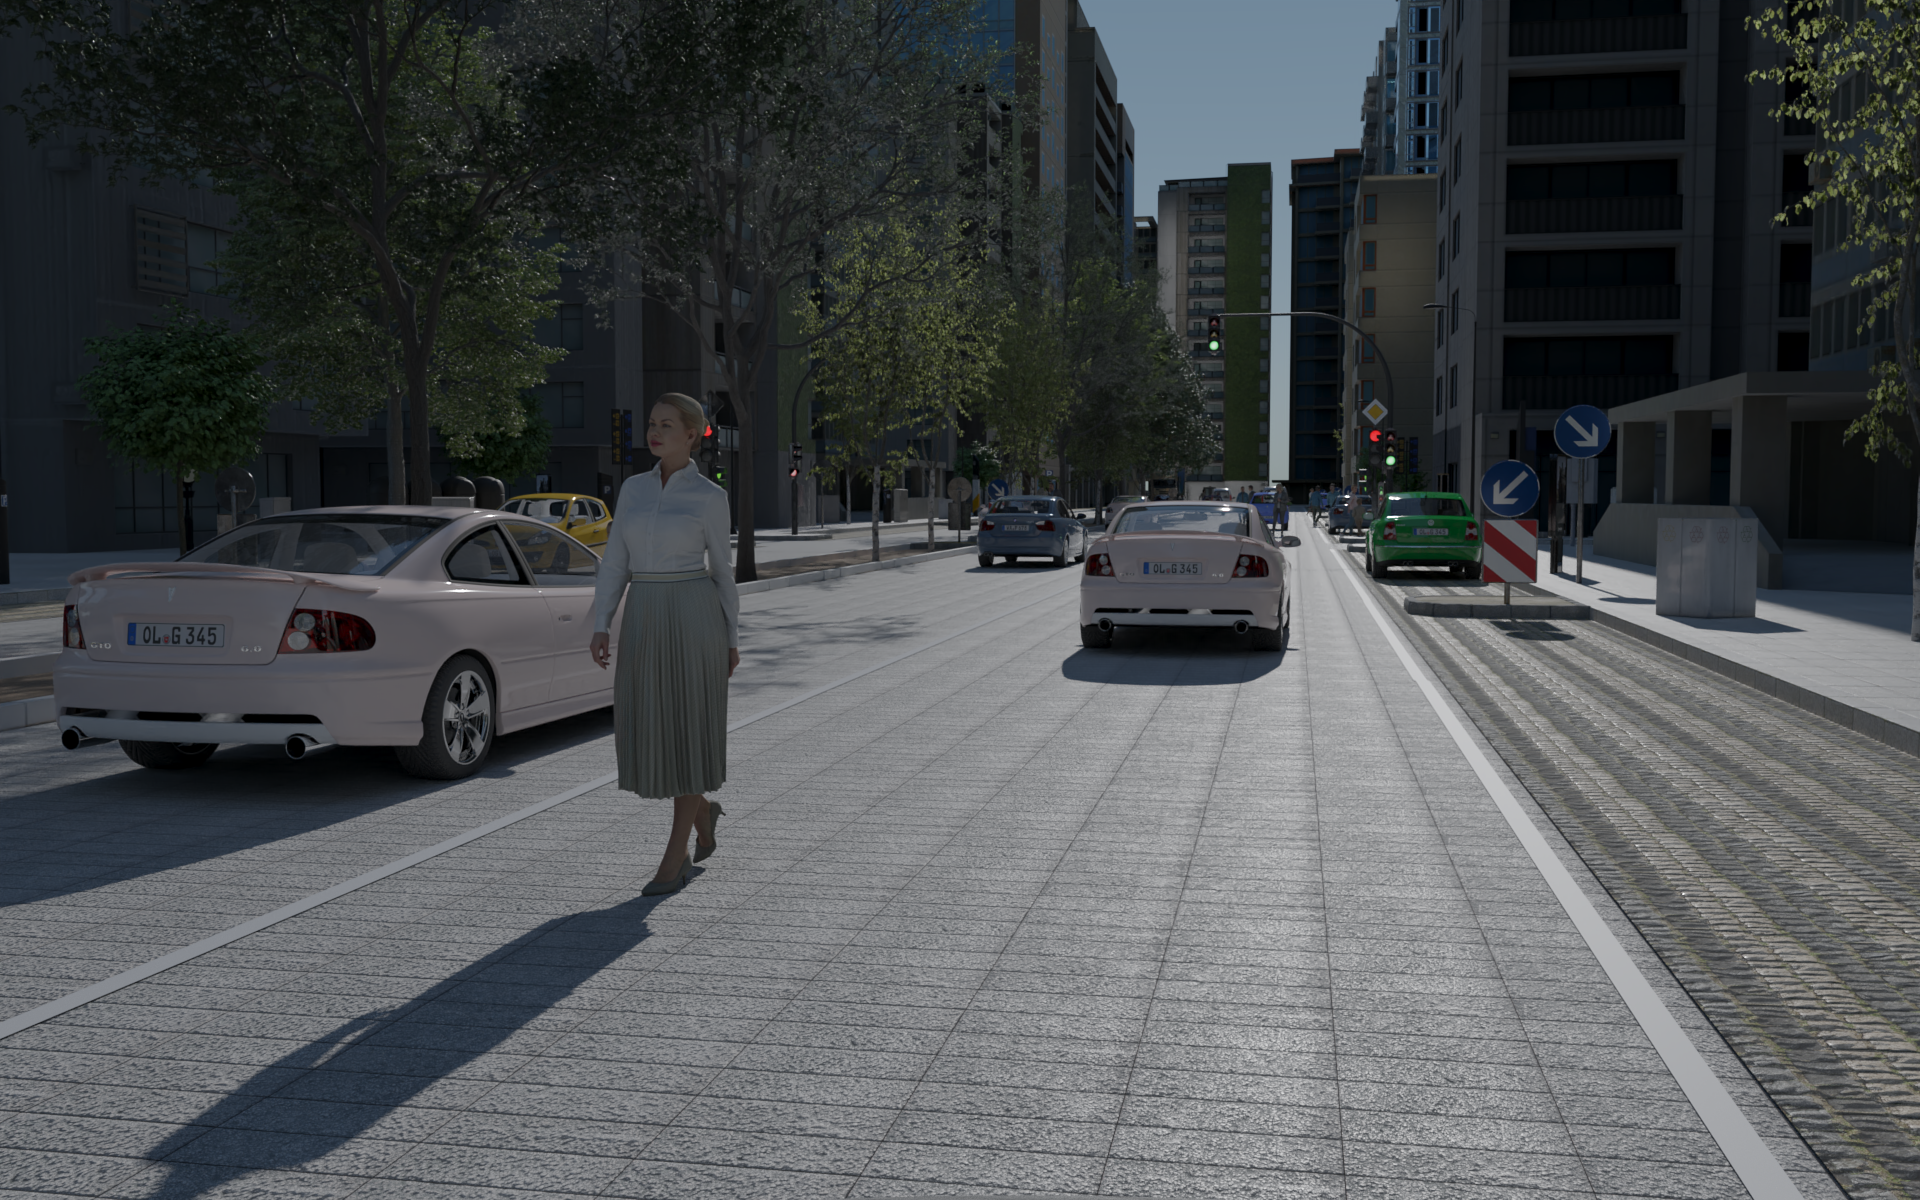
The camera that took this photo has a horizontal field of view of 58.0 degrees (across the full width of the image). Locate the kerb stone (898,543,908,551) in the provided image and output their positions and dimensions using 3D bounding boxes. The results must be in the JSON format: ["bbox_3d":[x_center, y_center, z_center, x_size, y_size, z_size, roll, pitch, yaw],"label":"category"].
[{"bbox_3d":[-1.555,-1.317,43.773,0.120,0.150,1.000,1,4,11],"label":"kerb stone"}]

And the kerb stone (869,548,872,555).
[{"bbox_3d":[-2.137,-1.133,40.756,0.120,0.150,1.000,1,4,11],"label":"kerb stone"}]

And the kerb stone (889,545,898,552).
[{"bbox_3d":[-1.757,-1.258,42.764,0.120,0.150,1.000,1,4,11],"label":"kerb stone"}]

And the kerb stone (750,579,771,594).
[{"bbox_3d":[-2.994,-0.188,25.273,0.120,0.150,1.000,1,4,11],"label":"kerb stone"}]

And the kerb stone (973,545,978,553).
[{"bbox_3d":[0.304,-1.232,42.358,0.120,0.150,1.000,1,4,11],"label":"kerb stone"}]

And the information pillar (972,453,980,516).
[{"bbox_3d":[0.914,-6.620,99.595,0.504,3.616,0.183,3,5,44],"label":"information pillar"}]

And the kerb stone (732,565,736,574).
[{"bbox_3d":[-4.086,-0.518,30.697,0.120,0.150,1.000,1,4,11],"label":"kerb stone"}]

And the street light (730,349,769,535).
[{"bbox_3d":[-6.665,-5.014,54.513,1.470,5.913,1.316,1,4,11],"label":"street light"}]

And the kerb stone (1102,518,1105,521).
[{"bbox_3d":[7.862,-4.309,92.643,0.120,0.150,1.000,1,4,11],"label":"kerb stone"}]

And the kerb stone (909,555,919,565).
[{"bbox_3d":[-1.052,-0.797,35.326,0.120,0.150,1.000,1,4,11],"label":"kerb stone"}]

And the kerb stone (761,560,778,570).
[{"bbox_3d":[-3.695,-0.643,32.715,0.120,0.150,1.000,1,4,11],"label":"kerb stone"}]

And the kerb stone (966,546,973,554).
[{"bbox_3d":[0.108,-1.172,41.355,0.120,0.150,1.000,1,4,11],"label":"kerb stone"}]

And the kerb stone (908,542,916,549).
[{"bbox_3d":[-1.364,-1.381,44.777,0.120,0.150,1.000,1,4,11],"label":"kerb stone"}]

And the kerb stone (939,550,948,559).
[{"bbox_3d":[-0.470,-0.988,38.344,0.120,0.150,1.000,1,4,11],"label":"kerb stone"}]

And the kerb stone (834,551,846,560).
[{"bbox_3d":[-2.727,-0.951,37.747,0.120,0.150,1.000,1,4,11],"label":"kerb stone"}]

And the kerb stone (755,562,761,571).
[{"bbox_3d":[-3.893,-0.578,31.706,0.120,0.150,1.000,1,4,11],"label":"kerb stone"}]

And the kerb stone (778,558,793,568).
[{"bbox_3d":[-3.504,-0.704,33.719,0.120,0.150,1.000,1,4,11],"label":"kerb stone"}]

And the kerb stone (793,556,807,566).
[{"bbox_3d":[-3.308,-0.761,34.731,0.120,0.150,1.000,1,4,11],"label":"kerb stone"}]

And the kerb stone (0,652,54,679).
[{"bbox_3d":[-7.383,0.527,13.571,0.120,0.150,1.000,1,4,11],"label":"kerb stone"}]

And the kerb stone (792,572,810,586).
[{"bbox_3d":[-2.599,-0.311,27.281,0.120,0.150,1.000,1,4,11],"label":"kerb stone"}]

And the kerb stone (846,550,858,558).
[{"bbox_3d":[-2.530,-1.009,38.750,0.120,0.150,1.000,1,4,11],"label":"kerb stone"}]

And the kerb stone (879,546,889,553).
[{"bbox_3d":[-1.947,-1.197,41.760,0.120,0.150,1.000,1,4,11],"label":"kerb stone"}]

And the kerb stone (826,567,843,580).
[{"bbox_3d":[-2.217,-0.430,29.296,0.120,0.150,1.000,1,4,11],"label":"kerb stone"}]

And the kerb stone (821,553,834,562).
[{"bbox_3d":[-2.921,-0.890,36.739,0.120,0.150,1.000,1,4,11],"label":"kerb stone"}]

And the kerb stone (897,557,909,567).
[{"bbox_3d":[-1.236,-0.742,34.320,0.120,0.150,1.000,1,4,11],"label":"kerb stone"}]

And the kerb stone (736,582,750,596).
[{"bbox_3d":[-3.188,-0.127,24.268,0.120,0.150,1.000,1,4,11],"label":"kerb stone"}]

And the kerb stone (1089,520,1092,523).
[{"bbox_3d":[6.121,-3.755,83.583,0.120,0.150,1.000,1,4,11],"label":"kerb stone"}]

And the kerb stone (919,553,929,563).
[{"bbox_3d":[-0.858,-0.865,36.335,0.120,0.150,1.000,1,4,11],"label":"kerb stone"}]

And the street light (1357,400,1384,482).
[{"bbox_3d":[20.288,-6.905,85.439,1.470,5.913,1.316,1,4,11],"label":"street light"}]

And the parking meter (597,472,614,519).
[{"bbox_3d":[-9.618,-2.526,47.019,0.399,1.863,0.255,-3,4,-38],"label":"parking meter"}]

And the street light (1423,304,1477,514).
[{"bbox_3d":[12.002,-4.270,42.360,1.470,5.913,1.316,1,4,11],"label":"street light"}]

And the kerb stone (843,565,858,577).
[{"bbox_3d":[-2.012,-0.496,30.304,0.120,0.150,1.000,1,4,11],"label":"kerb stone"}]

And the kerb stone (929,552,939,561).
[{"bbox_3d":[-0.658,-0.926,37.339,0.120,0.150,1.000,1,4,11],"label":"kerb stone"}]

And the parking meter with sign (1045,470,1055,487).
[{"bbox_3d":[6.639,-7.976,126.669,0.543,3.016,1.738,0,4,-6],"label":"parking meter with sign"}]

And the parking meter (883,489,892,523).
[{"bbox_3d":[-3.238,-4.205,77.158,0.372,1.533,0.369,0,3,0],"label":"parking meter"}]

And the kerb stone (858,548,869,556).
[{"bbox_3d":[-2.334,-1.074,39.753,0.120,0.150,1.000,1,4,11],"label":"kerb stone"}]

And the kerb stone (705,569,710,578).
[{"bbox_3d":[-4.282,-0.458,29.686,0.120,0.150,1.000,1,4,11],"label":"kerb stone"}]

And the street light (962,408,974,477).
[{"bbox_3d":[0.663,-7.330,92.388,1.470,5.913,1.316,1,4,11],"label":"street light"}]

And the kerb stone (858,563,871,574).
[{"bbox_3d":[-1.829,-0.558,31.312,0.120,0.150,1.000,1,4,11],"label":"kerb stone"}]

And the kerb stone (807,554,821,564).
[{"bbox_3d":[-3.114,-0.828,35.735,0.120,0.150,1.000,1,4,11],"label":"kerb stone"}]

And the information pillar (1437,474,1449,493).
[{"bbox_3d":[17.433,-3.553,62.580,0.304,2.012,0.304,-1,4,-13],"label":"information pillar"}]

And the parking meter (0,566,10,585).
[{"bbox_3d":[-13.720,-0.989,24.578,0.372,1.533,0.369,0,3,0],"label":"parking meter"}]

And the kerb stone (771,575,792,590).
[{"bbox_3d":[-2.795,-0.248,26.276,0.120,0.150,1.000,1,4,11],"label":"kerb stone"}]

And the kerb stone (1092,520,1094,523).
[{"bbox_3d":[6.307,-3.815,84.590,0.120,0.150,1.000,1,4,11],"label":"kerb stone"}]

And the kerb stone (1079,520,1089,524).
[{"bbox_3d":[5.925,-3.693,82.569,0.120,0.150,1.000,1,4,11],"label":"kerb stone"}]

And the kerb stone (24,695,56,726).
[{"bbox_3d":[-5.711,0.674,11.173,0.120,0.150,1.000,1,4,11],"label":"kerb stone"}]

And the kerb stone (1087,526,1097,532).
[{"bbox_3d":[5.075,-2.745,67.073,0.120,0.150,1.000,1,4,11],"label":"kerb stone"}]

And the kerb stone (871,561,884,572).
[{"bbox_3d":[-1.637,-0.619,32.316,0.120,0.150,1.000,1,4,11],"label":"kerb stone"}]

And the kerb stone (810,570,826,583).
[{"bbox_3d":[-2.421,-0.373,28.288,0.120,0.150,1.000,1,4,11],"label":"kerb stone"}]

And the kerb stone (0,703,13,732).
[{"bbox_3d":[-5.899,0.736,10.163,0.120,0.150,1.000,1,4,11],"label":"kerb stone"}]

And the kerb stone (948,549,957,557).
[{"bbox_3d":[-0.280,-1.046,39.348,0.120,0.150,1.000,1,4,11],"label":"kerb stone"}]

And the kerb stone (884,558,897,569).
[{"bbox_3d":[-1.434,-0.669,33.318,0.120,0.150,1.000,1,4,11],"label":"kerb stone"}]

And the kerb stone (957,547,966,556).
[{"bbox_3d":[-0.082,-1.110,40.351,0.120,0.150,1.000,1,4,11],"label":"kerb stone"}]

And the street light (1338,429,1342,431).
[{"bbox_3d":[27.812,-9.292,124.466,1.470,5.913,1.316,1,4,11],"label":"street light"}]
